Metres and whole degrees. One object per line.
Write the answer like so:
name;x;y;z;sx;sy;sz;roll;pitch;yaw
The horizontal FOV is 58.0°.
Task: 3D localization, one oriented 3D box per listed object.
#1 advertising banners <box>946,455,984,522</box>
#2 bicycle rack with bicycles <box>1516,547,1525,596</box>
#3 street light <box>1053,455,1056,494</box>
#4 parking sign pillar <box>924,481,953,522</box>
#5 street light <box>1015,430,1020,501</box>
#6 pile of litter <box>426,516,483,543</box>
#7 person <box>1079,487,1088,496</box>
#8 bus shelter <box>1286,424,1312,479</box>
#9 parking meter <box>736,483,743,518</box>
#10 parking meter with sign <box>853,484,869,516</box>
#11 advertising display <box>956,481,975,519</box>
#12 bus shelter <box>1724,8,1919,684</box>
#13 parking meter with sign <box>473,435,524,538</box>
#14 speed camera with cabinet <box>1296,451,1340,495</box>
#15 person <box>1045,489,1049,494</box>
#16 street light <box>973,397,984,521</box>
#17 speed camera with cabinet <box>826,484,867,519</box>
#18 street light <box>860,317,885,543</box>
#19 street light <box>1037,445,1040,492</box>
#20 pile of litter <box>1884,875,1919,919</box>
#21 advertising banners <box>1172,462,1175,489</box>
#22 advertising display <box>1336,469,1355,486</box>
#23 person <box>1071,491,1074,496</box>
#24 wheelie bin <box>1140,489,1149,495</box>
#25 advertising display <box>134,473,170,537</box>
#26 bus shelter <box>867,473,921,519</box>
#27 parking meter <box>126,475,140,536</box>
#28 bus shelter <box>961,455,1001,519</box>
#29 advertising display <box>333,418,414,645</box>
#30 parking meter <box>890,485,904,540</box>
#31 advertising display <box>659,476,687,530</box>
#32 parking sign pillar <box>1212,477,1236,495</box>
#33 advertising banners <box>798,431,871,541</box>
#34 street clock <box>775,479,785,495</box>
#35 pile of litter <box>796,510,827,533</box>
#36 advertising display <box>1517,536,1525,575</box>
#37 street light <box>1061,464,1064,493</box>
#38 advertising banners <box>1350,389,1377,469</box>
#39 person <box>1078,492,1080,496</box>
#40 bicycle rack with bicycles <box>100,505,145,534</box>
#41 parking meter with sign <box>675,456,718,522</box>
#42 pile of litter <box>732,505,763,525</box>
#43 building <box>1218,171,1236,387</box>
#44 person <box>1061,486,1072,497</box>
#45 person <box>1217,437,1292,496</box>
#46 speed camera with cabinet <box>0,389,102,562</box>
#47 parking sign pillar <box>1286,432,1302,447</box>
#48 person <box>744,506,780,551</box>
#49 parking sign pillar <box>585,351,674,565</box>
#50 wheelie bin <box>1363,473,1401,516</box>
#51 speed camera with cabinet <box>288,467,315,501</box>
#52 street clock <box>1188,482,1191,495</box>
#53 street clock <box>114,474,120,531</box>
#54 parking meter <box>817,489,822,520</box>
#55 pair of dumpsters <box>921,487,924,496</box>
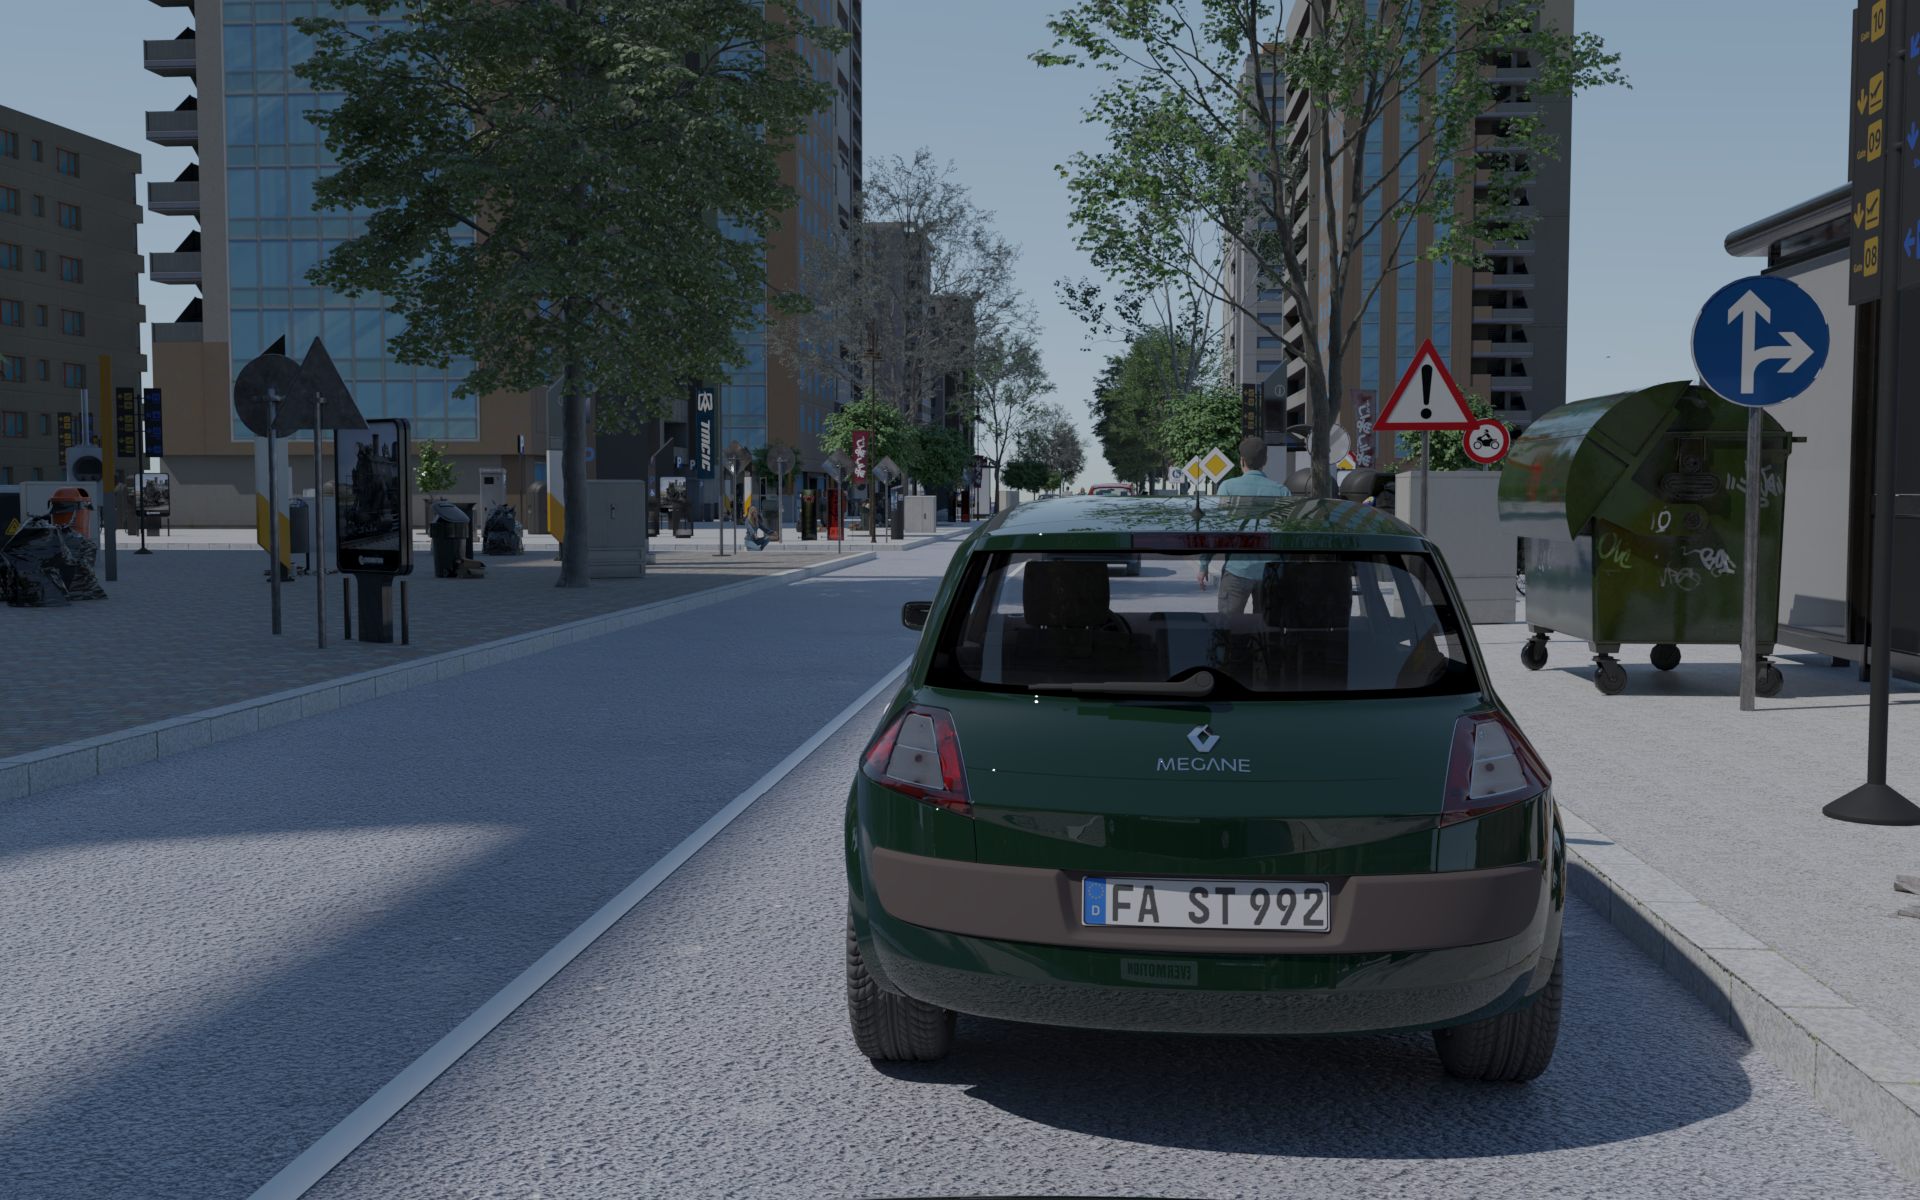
advertising banners;0.225;-5.024;78.331;2.074;3.025;0.090;3;4;36
bicycle rack with bicycles;6.923;-0.482;21.256;2.852;0.926;2.925;0;4;-7
street light;11.140;-14.170;204.471;0.468;5.910;1.993;0;4;5
parking sign pillar;-1.010;-5.688;81.473;1.447;3.967;1.447;-1;4;-20
street light;4.127;-9.103;121.622;0.468;5.910;1.993;0;4;5
pile of litter;-13.276;-1.958;45.978;1.719;0.858;1.176;1;4;17
person;6.510;-5.052;91.289;0.537;1.800;0.526;0;4;8
bus shelter;10.155;-3.592;52.656;2.014;3.302;5.546;0;4;5
parking meter;-11.614;-5.227;91.176;0.255;1.863;0.399;-3;5;-43
parking meter with sign;-5.828;-6.436;101.494;0.543;3.016;1.738;2;4;29
advertising display;0.296;-5.062;87.984;0.974;1.923;0.123;1;4;16
bus shelter;6.995;-2.107;12.087;2.179;5.291;8.768;0;4;5
parking meter with sign;-13.756;-3.349;51.013;1.738;3.016;0.543;0;4;-3
speed camera with cabinet;7.802;-2.540;35.860;2.038;3.252;0.660;-3;5;-40
person;5.699;-6.413;113.575;0.641;1.798;0.478;-1;4;-13
street light;0.861;-6.721;82.672;0.468;5.910;1.993;0;4;5
speed camera with cabinet;-5.821;-5.785;88.922;2.038;3.252;0.660;-1;4;-22
street light;-2.270;-4.441;45.405;0.468;5.910;1.993;0;4;5
street light;7.255;-11.381;158.864;0.468;5.910;1.993;0;4;5
pile of litter;3.744;0.533;5.248;1.719;0.858;1.176;2;4;23
advertising banners;11.458;-6.064;95.336;0.090;3.025;2.074;-1;4;-15
advertising display;10.108;-2.397;44.411;0.974;1.923;0.123;2;4;28
person;11.788;-10.549;181.699;0.721;1.743;1.217;3;5;44
wheelie bin;11.992;-6.434;113.103;0.693;1.594;0.980;0;4;1
advertising display;-24.378;-2.878;52.274;0.974;1.923;0.123;-2;4;-28
bus shelter;-3.136;-6.317;80.907;2.179;5.291;8.768;0;4;5
parking meter;-25.533;-2.920;53.457;0.255;1.863;0.399;-1;4;-9
bus shelter;1.011;-5.987;91.812;2.014;3.302;5.546;0;4;5
advertising display;-5.068;-0.597;14.969;0.974;1.923;0.123;3;4;38
parking meter;-1.765;-2.464;48.696;0.372;1.533;0.369;0;3;0
advertising display;-10.249;-3.467;61.891;0.974;1.923;0.123;0;4;-6
parking sign pillar;9.398;-4.369;59.907;1.447;3.967;1.447;-1;4;-10
advertising banners;-3.447;-3.139;47.512;2.074;3.025;0.090;1;4;12
street clock;-8.459;-4.690;81.253;0.471;2.002;0.358;3;5;42
pile of litter;-4.942;-2.706;58.201;1.176;0.858;1.719;1;4;21
advertising display;8.971;-1.370;27.612;0.123;1.923;0.974;0;4;-1
street light;14.334;-16.448;241.708;0.468;5.910;1.993;0;4;5
advertising banners;7.456;-2.029;29.359;2.074;3.025;0.090;-1;4;-23
person;10.073;-8.266;143.513;0.709;1.838;0.599;1;4;20
bicycle rack with bicycles;-27.725;-2.626;56.317;2.852;0.926;2.925;-1;4;-21
parking meter with sign;-12.212;-5.112;79.847;1.738;3.016;0.543;1;4;17
pile of litter;-8.858;-3.543;71.890;1.176;0.858;1.719;3;4;37
building;54.004;-41.116;261.481;28.713;52.752;27.495;0;4;5
person;5.493;-4.947;89.230;0.661;1.843;0.795;1;4;19
person;1.980;-0.202;11.816;0.660;1.820;0.620;-1;4;-13
speed camera with cabinet;-17.010;-2.319;32.254;2.038;3.252;0.660;-2;4;-32
parking sign pillar;10.717;-4.234;57.693;1.447;3.967;1.447;1;4;10
person;-4.639;-1.607;40.270;0.738;1.151;1.012;3;4;38
parking sign pillar;-6.271;-2.628;31.441;1.447;3.967;1.447;2;4;35
wheelie bin;6.413;-1.073;25.449;0.980;1.594;0.693;-1;4;-11
speed camera with cabinet;-21.309;-3.781;56.156;2.038;3.252;0.660;-2;4;-27
street clock;12.872;-5.747;98.538;0.471;2.002;0.358;3;4;36
street clock;-29.564;-3.415;60.400;0.471;2.002;0.358;-1;4;-13
parking meter;-7.039;-4.748;86.044;0.372;1.533;0.369;0;3;0
pair of dumpsters;-2.800;-5.289;88.963;1.574;2.255;4.437;0;4;5
